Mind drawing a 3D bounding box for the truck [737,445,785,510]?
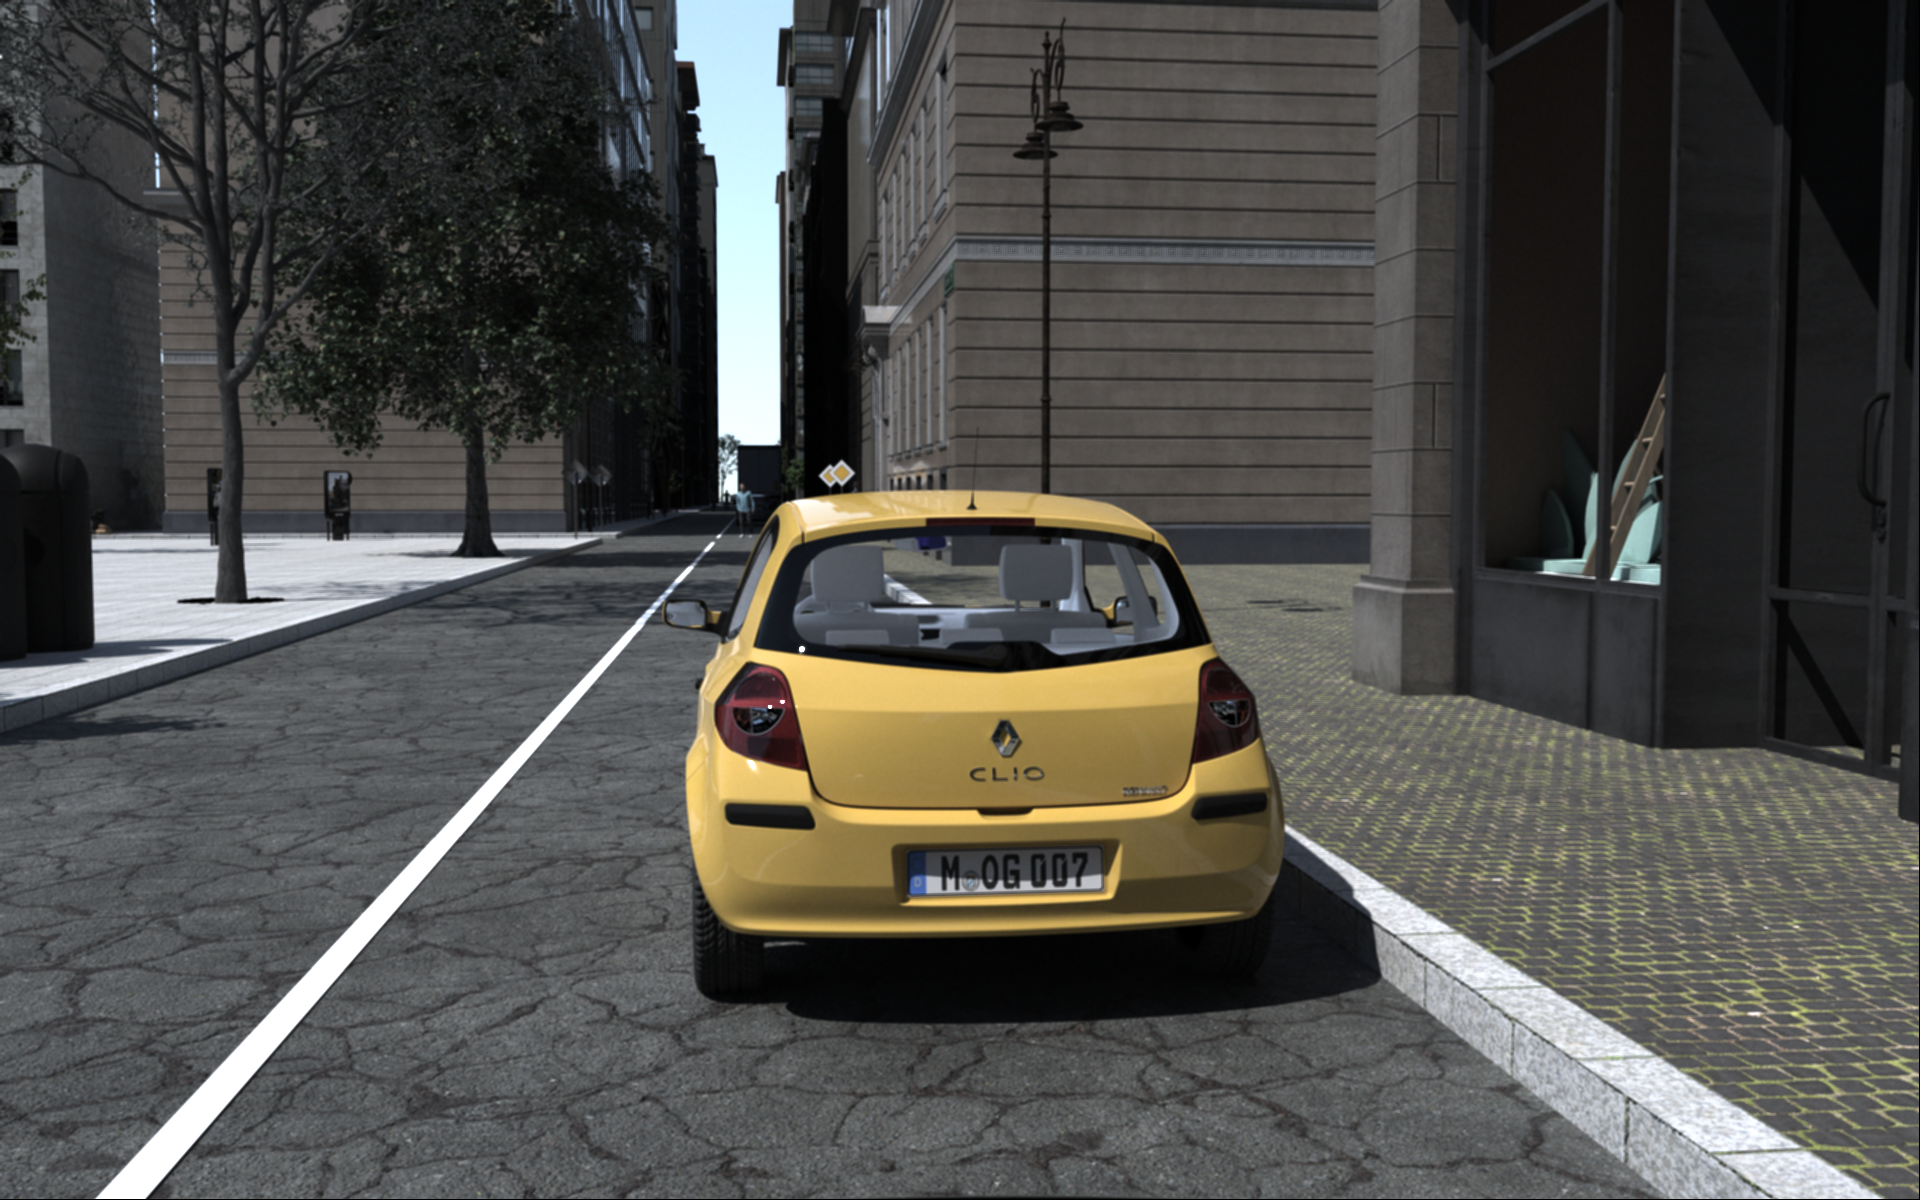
[{"bbox_3d":[-11.999,-7.070,104.506,2.839,4.237,11.283,0,4,-5],"label":"truck"}]

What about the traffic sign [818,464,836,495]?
[{"bbox_3d":[-4.342,-3.322,57.961,0.795,2.450,0.064,0,4,-7],"label":"traffic sign"}]

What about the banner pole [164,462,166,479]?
[{"bbox_3d":[-44.349,-6.527,96.739,0.863,3.779,0.401,0,4,4],"label":"banner pole"}]

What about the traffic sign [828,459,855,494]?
[{"bbox_3d":[-3.413,-2.837,50.030,0.795,2.450,0.064,0,4,-7],"label":"traffic sign"}]

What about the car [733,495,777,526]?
[{"bbox_3d":[-9.438,-4.149,79.838,2.014,1.417,4.499,0,4,-8],"label":"car"}]

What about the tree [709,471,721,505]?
[{"bbox_3d":[-30.606,-13.751,208.541,4.285,4.588,4.351,0,3,0],"label":"tree"}]

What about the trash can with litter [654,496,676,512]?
[{"bbox_3d":[-21.541,-6.948,124.662,2.233,1.210,1.678,1,4,11],"label":"trash can with litter"}]

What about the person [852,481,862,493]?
[{"bbox_3d":[-3.127,-2.708,52.794,0.581,1.822,0.654,-2,4,-35],"label":"person"}]

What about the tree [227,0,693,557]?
[{"bbox_3d":[-10.031,-7.234,35.278,9.611,12.733,9.660,0,3,0],"label":"tree"}]

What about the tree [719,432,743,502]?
[{"bbox_3d":[-39.663,-22.263,289.748,9.928,11.665,9.643,0,3,0],"label":"tree"}]

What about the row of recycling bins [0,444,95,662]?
[{"bbox_3d":[-7.876,-0.357,12.952,1.069,1.692,3.534,1,4,13],"label":"row of recycling bins"}]

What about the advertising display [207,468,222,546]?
[{"bbox_3d":[-18.567,-2.333,43.359,0.123,1.923,0.974,0,4,-1],"label":"advertising display"}]

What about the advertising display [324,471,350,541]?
[{"bbox_3d":[-17.254,-2.617,47.997,0.123,1.923,0.974,1,4,17],"label":"advertising display"}]

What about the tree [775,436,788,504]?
[{"bbox_3d":[-22.605,-16.608,221.899,4.737,8.622,4.395,0,3,0],"label":"tree"}]

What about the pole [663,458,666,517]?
[{"bbox_3d":[-16.644,-6.341,97.510,0.158,3.312,0.155,0,3,0],"label":"pole"}]

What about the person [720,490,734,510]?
[{"bbox_3d":[-21.435,-9.221,159.249,1.348,1.826,0.705,0,4,-2],"label":"person"}]

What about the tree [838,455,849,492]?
[{"bbox_3d":[-4.591,-4.937,75.325,1.663,3.219,1.824,0,3,0],"label":"tree"}]

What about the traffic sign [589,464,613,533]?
[{"bbox_3d":[-11.837,-3.270,57.106,0.795,2.450,0.064,0,4,-7],"label":"traffic sign"}]

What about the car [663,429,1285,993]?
[{"bbox_3d":[-0.117,0.229,6.477,2.015,1.641,3.980,0,4,-7],"label":"car"}]

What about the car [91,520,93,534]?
[{"bbox_3d":[-28.482,-2.396,51.540,4.827,1.381,2.083,0,4,-6],"label":"car"}]

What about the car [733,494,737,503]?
[{"bbox_3d":[-32.122,-14.685,251.897,2.131,1.459,4.920,-1,4,-8],"label":"car"}]

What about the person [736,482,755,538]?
[{"bbox_3d":[-7.073,-2.982,57.278,0.660,1.820,0.620,1,4,10],"label":"person"}]

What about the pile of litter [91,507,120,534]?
[{"bbox_3d":[-27.531,-2.519,55.143,1.719,0.858,1.176,0,4,6],"label":"pile of litter"}]

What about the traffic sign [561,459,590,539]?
[{"bbox_3d":[-10.908,-2.785,49.175,0.795,2.450,0.064,0,4,-7],"label":"traffic sign"}]

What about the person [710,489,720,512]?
[{"bbox_3d":[-20.077,-8.137,141.550,0.705,1.824,1.348,-3,5,-45],"label":"person"}]

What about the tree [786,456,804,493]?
[{"bbox_3d":[-11.992,-9.262,135.146,4.285,4.588,4.351,0,3,0],"label":"tree"}]

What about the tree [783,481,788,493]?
[{"bbox_3d":[-21.337,-13.611,217.139,1.663,3.219,1.824,0,3,0],"label":"tree"}]

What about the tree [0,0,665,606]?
[{"bbox_3d":[-8.468,-6.710,20.084,12.009,13.543,11.850,0,3,0],"label":"tree"}]

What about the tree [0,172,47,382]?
[{"bbox_3d":[-21.257,-5.253,36.249,4.737,8.622,4.395,0,3,0],"label":"tree"}]

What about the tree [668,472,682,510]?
[{"bbox_3d":[-21.555,-8.234,129.233,1.663,3.219,1.824,0,3,0],"label":"tree"}]

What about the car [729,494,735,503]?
[{"bbox_3d":[-34.522,-15.607,266.966,2.131,1.459,4.920,0,4,-8],"label":"car"}]
